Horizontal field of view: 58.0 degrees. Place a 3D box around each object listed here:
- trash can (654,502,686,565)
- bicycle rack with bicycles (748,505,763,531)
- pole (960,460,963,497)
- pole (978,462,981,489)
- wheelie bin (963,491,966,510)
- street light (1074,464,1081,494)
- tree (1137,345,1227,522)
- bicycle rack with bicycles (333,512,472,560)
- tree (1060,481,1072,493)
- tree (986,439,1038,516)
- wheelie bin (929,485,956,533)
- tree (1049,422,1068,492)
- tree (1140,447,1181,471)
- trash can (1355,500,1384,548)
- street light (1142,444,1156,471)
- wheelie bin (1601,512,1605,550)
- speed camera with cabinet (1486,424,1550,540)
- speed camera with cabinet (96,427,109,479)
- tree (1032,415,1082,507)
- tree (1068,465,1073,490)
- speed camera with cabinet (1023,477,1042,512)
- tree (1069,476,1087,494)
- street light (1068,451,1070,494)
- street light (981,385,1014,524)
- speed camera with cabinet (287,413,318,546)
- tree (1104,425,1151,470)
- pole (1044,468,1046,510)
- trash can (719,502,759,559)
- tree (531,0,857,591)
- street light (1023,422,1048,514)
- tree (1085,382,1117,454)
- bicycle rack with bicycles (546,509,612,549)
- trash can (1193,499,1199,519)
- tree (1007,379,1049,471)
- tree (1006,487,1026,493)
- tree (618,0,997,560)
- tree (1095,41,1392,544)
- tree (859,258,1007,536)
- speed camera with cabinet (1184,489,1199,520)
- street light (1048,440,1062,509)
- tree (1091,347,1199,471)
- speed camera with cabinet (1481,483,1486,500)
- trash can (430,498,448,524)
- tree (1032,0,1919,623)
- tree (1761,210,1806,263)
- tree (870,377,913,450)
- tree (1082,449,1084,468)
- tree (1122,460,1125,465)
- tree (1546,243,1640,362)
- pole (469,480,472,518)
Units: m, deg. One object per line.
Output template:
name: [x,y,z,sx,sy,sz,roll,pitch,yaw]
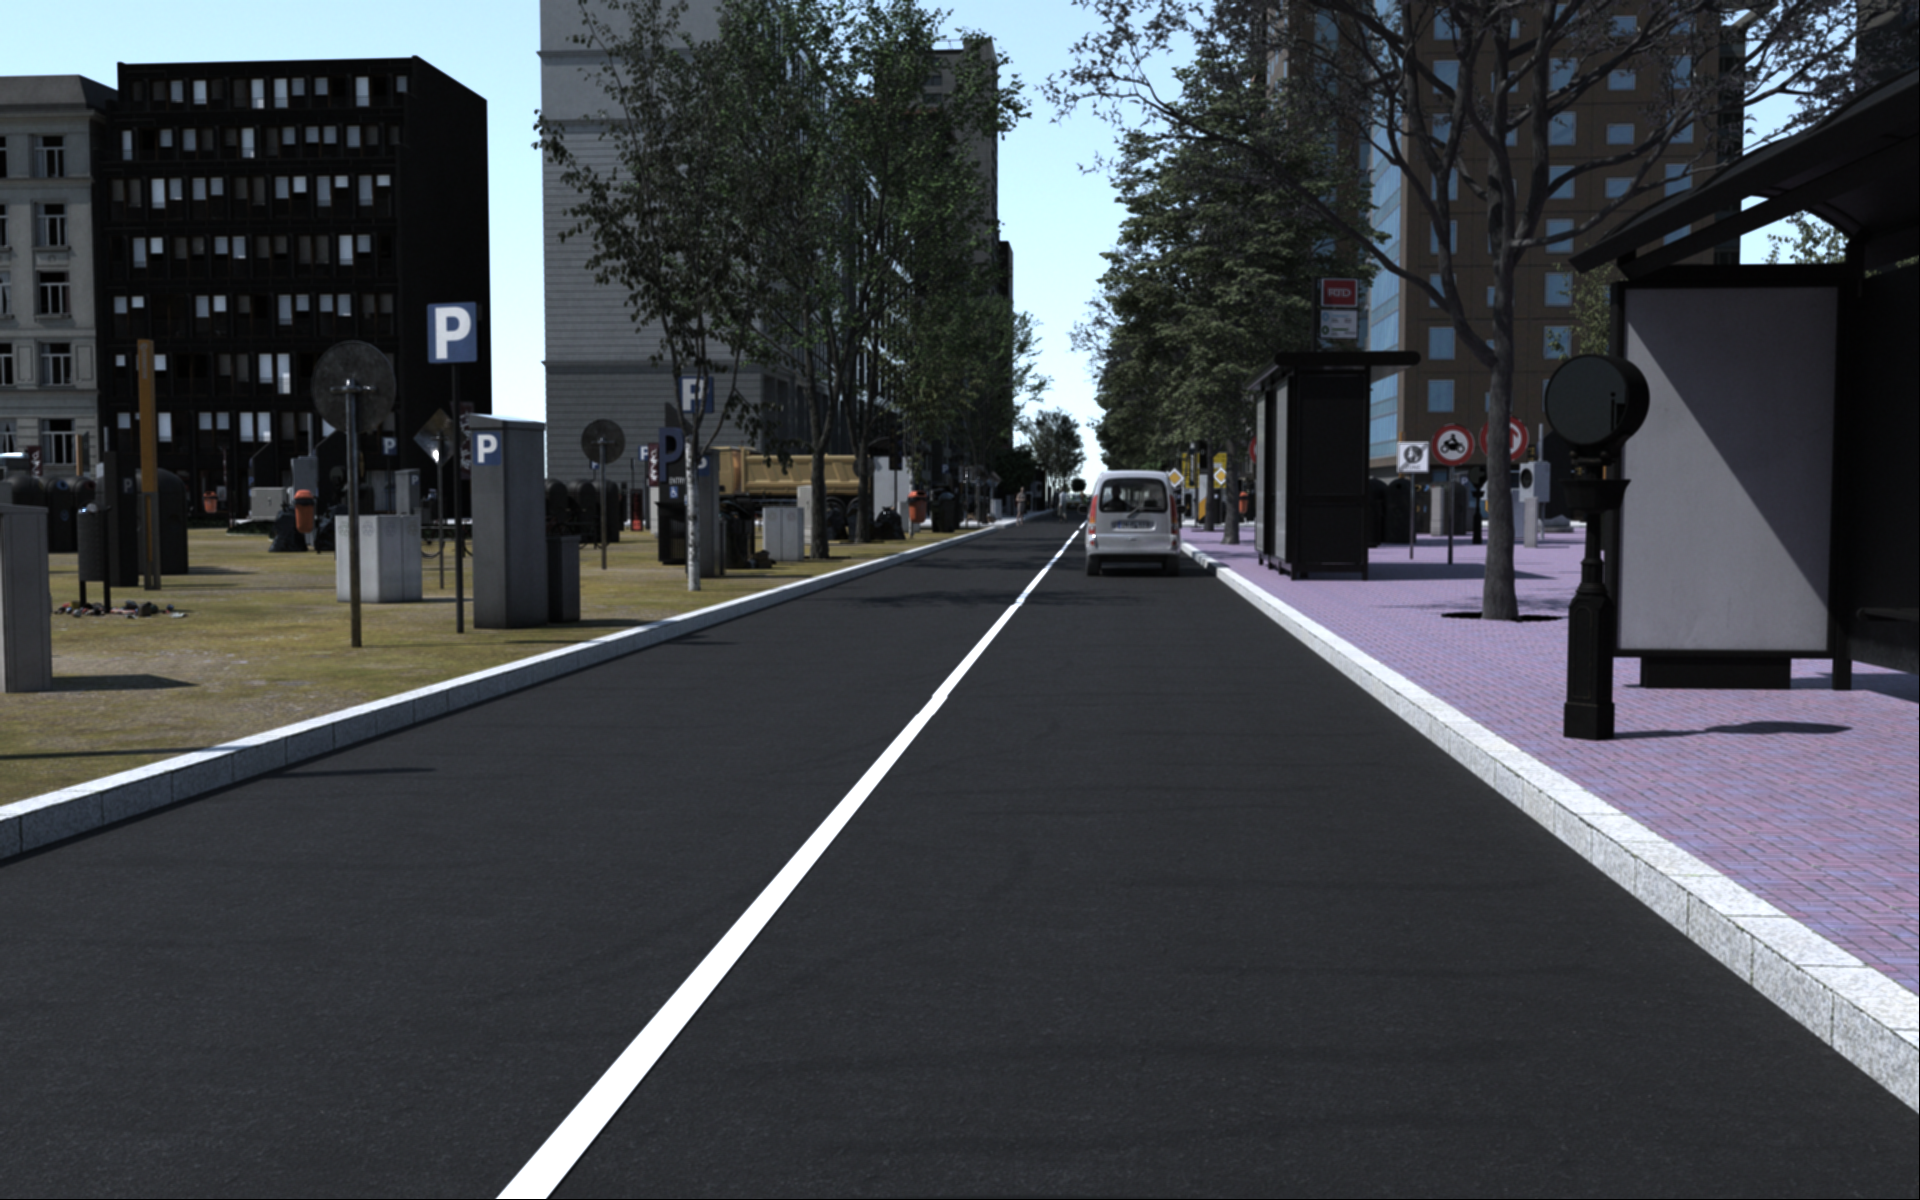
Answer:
trash can: [-5.173,-1.210,31.436,0.748,1.137,0.748,0,3,0]
bicycle rack with bicycles: [-7.711,-2.763,58.561,2.852,0.926,2.925,-1,4,-10]
pole: [0.070,-6.693,103.269,0.158,3.312,0.155,0,3,0]
pole: [1.224,-7.059,109.265,0.158,3.312,0.155,0,3,0]
wheelie bin: [0.065,-7.923,137.441,0.693,1.594,0.980,-3,5,-41]
street light: [15.162,-15.925,232.920,1.470,5.913,1.316,0,4,5]
tree: [10.448,-7.937,80.136,4.360,8.622,3.978,0,3,0]
bicycle rack with bicycles: [-11.172,-1.284,34.377,2.925,0.926,2.852,1,4,14]
tree: [15.331,-15.582,249.368,1.663,3.219,1.824,0,3,0]
tree: [3.084,-7.220,101.757,4.285,4.588,4.351,0,3,0]
wheelie bin: [-0.574,-3.051,57.790,0.980,1.594,0.693,3,5,41]
tree: [7.624,-13.316,168.072,4.737,8.622,4.395,0,3,0]
tree: [13.662,-8.079,115.806,4.285,4.588,4.351,0,3,0]
trash can: [9.725,-1.813,41.298,0.748,1.137,0.748,0,3,0]
street light: [11.876,-8.399,109.869,1.470,5.913,1.316,0,4,5]
wheelie bin: [14.804,-1.937,39.579,0.693,1.594,0.980,-1,4,-12]
speed camera with cabinet: [15.953,-3.365,49.355,0.660,3.252,2.038,-1,4,-17]
speed camera with cabinet: [-25.187,-3.425,50.340,0.660,3.252,2.038,1,4,21]
tree: [8.331,-12.838,160.263,4.360,8.622,3.978,0,3,0]
tree: [13.909,-17.628,238.586,4.737,8.622,4.395,0,3,0]
speed camera with cabinet: [4.971,-7.852,122.721,0.660,3.252,2.038,3,5,40]
tree: [20.750,-19.643,304.871,4.285,4.588,4.351,0,3,0]
street light: [11.351,-13.193,188.252,1.470,5.913,1.316,0,4,5]
street light: [1.603,-6.193,73.793,1.470,5.913,1.316,0,4,5]
speed camera with cabinet: [-16.374,-2.980,43.066,0.660,3.252,2.038,-2,4,-25]
tree: [21.426,-16.669,206.946,8.767,10.594,7.601,-1,4,-12]
pole: [6.750,-8.812,137.921,0.158,3.312,0.155,0,3,0]
trash can: [-4.017,-1.205,31.356,0.748,1.137,0.748,0,3,0]
tree: [-3.470,-4.413,22.515,4.360,8.622,3.978,0,3,0]
street light: [4.762,-8.546,112.275,1.470,5.913,1.316,0,4,5]
tree: [27.194,-26.437,288.131,12.611,20.169,13.585,0,3,0]
bicycle rack with bicycles: [-9.497,-1.650,40.359,2.925,0.926,2.852,-3,4,-36]
trash can: [14.017,-5.459,100.908,0.748,1.137,0.748,0,3,0]
tree: [1.543,-8.851,95.074,4.737,8.622,4.395,0,3,0]
tree: [3.455,-7.053,109.919,1.663,3.219,1.824,0,3,0]
tree: [-2.656,-6.621,34.011,9.928,11.665,9.643,0,3,0]
tree: [7.116,-7.718,44.315,7.486,12.596,7.792,0,3,0]
tree: [-1.258,-6.296,53.300,4.737,8.622,4.395,0,3,0]
speed camera with cabinet: [11.624,-5.706,87.637,0.660,3.252,2.038,3,5,40]
street light: [8.139,-10.858,150.072,1.470,5.913,1.316,0,4,5]
tree: [14.283,-13.620,129.339,9.857,13.997,8.962,0,3,0]
speed camera with cabinet: [19.650,-4.144,62.086,2.038,3.252,0.660,-2,4,-25]
trash can: [-20.025,-3.357,66.544,0.748,1.137,0.748,0,3,0]
tree: [5.397,-6.543,17.347,12.009,13.543,11.850,0,3,0]
tree: [18.881,-5.387,38.440,4.737,8.622,4.395,0,3,0]
tree: [-4.766,-9.303,102.465,4.360,8.622,3.978,0,3,0]
tree: [13.303,-16.236,215.816,4.360,8.622,3.978,0,3,0]
tree: [23.385,-17.237,232.184,4.737,8.622,4.395,0,3,0]
tree: [19.013,-6.113,50.315,4.737,8.622,4.395,0,3,0]
pole: [-26.689,-6.158,94.527,0.158,3.312,0.155,0,3,0]
